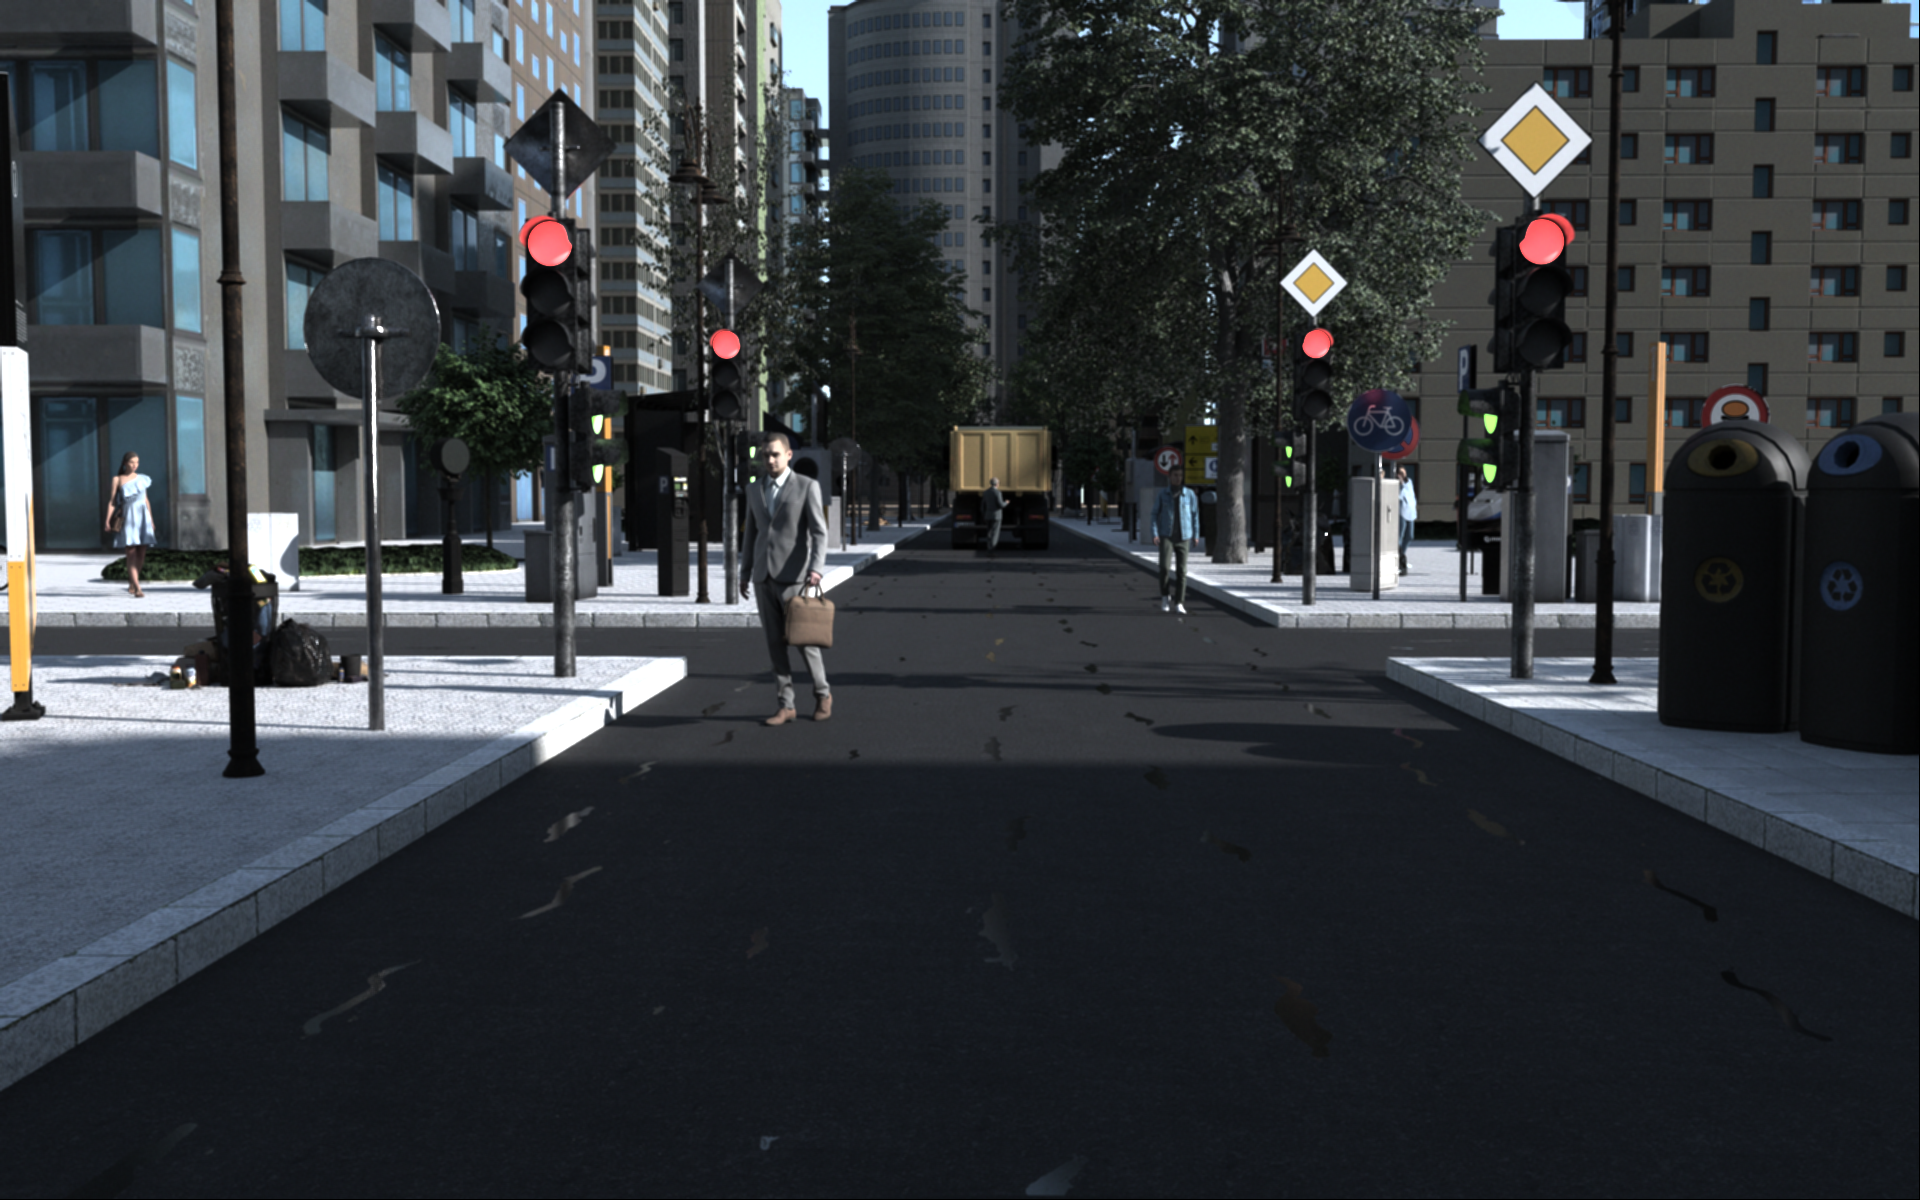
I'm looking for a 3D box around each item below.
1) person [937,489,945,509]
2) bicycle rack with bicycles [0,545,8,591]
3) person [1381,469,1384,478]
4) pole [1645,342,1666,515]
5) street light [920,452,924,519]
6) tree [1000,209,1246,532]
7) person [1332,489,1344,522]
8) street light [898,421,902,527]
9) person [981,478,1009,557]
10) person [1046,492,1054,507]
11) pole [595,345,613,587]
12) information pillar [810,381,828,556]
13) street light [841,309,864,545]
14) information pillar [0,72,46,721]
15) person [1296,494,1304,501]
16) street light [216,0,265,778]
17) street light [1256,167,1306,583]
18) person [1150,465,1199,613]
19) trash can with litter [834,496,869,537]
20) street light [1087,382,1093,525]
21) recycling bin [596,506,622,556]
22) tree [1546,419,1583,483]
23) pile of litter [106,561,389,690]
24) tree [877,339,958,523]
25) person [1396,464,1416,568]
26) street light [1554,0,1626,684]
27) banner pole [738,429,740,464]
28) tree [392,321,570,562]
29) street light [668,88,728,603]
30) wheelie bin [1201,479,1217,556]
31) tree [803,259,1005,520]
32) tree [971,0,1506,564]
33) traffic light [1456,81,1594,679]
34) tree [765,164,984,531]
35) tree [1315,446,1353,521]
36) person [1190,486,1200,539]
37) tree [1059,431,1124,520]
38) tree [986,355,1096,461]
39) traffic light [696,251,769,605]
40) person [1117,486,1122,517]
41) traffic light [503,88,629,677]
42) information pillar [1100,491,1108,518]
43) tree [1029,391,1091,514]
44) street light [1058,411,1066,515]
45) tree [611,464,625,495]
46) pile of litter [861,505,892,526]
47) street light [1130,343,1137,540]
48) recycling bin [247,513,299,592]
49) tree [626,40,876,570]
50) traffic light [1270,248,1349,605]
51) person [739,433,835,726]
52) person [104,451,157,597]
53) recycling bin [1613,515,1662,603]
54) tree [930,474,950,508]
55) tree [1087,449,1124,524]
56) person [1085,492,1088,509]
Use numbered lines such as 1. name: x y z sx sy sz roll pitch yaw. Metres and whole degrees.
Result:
1. person: -1.666 -8.642 148.050 0.721 1.736 1.217 3 4 37
2. bicycle rack with bicycles: -14.249 -0.557 22.486 2.925 0.926 2.852 2 4 27
3. person: 8.481 -1.780 35.267 0.853 1.813 0.709 -2 4 -24
4. pole: 9.379 -1.806 23.379 0.158 3.312 0.155 0 3 0
5. street light: -1.994 -7.210 90.673 0.468 5.910 1.993 0 4 1
6. tree: 5.887 -8.182 59.526 9.928 11.665 9.643 0 3 0
7. person: 16.176 -4.125 74.056 0.524 1.755 0.480 1 4 21
8. street light: -2.321 -5.763 67.008 0.468 5.910 1.993 0 4 1
9. person: 0.813 -1.871 39.269 0.661 1.801 0.590 3 5 45
10. person: 6.783 -7.350 129.449 0.697 1.427 0.421 2 4 27
11. pole: -4.918 -1.839 23.915 0.158 3.312 0.155 0 3 0
12. information pillar: -2.891 -2.715 35.738 0.183 3.616 0.504 -2 4 -35
13. street light: -2.678 -4.316 43.352 0.468 5.910 1.993 0 4 1
14. information pillar: -5.411 -1.136 9.923 0.183 3.616 0.504 -1 4 -21
15. person: 9.944 -2.675 50.327 0.519 1.759 0.362 -2 4 -28
16. street light: -3.272 -2.137 7.734 0.468 5.910 1.993 0 4 1
17. street light: 4.595 -3.191 24.956 0.468 5.910 1.993 0 4 1
18. person: 2.585 -0.734 20.848 0.601 1.785 0.444 0 4 2
19. trash can with litter: -3.960 -2.541 52.604 2.233 1.210 1.678 3 5 42
20. street light: 5.351 -6.048 71.673 0.468 5.910 1.993 0 4 1
21. recycling bin: -7.475 -1.427 35.886 0.722 1.027 0.722 -2 4 -33
22. tree: 15.307 -3.067 44.750 1.663 3.219 1.824 0 3 0
23. pile of litter: -4.858 0.129 11.858 1.719 0.858 1.176 1 4 9
24. tree: -2.194 -7.651 75.459 4.737 8.622 4.395 0 3 0
25. person: 7.650 -1.447 29.967 0.793 1.790 0.793 1 4 17
26. street light: 4.372 -2.374 11.600 0.468 5.910 1.993 0 4 1
27. banner pole: -6.842 -3.884 53.518 0.401 3.779 0.863 0 4 -4
28. tree: -9.041 -3.020 33.084 4.285 4.588 4.351 0 3 0
29. street light: -3.040 -2.905 20.291 0.468 5.910 1.993 0 4 1
30. wheelie bin: 5.358 -1.703 35.750 0.693 1.594 0.980 2 4 24
31. tree: -2.650 -10.216 84.046 9.611 12.733 9.660 0 3 0
32. tree: 5.117 -7.648 31.692 9.857 13.997 8.962 0 3 0
33. traffic light: 3.902 -1.410 11.971 0.839 4.253 0.868 0 4 1
34. tree: -3.072 -8.711 60.558 7.486 12.596 7.792 0 3 0
35. tree: 14.966 -4.594 69.710 1.663 3.219 1.824 0 3 0
36. person: 6.647 -2.500 49.520 0.503 1.515 0.523 3 4 38
37. tree: 6.502 -6.203 85.132 4.285 4.588 4.351 0 3 0
38. tree: 6.895 -14.463 146.843 12.009 13.543 11.850 0 3 0
39. traffic light: -2.636 -1.903 20.041 0.839 4.253 0.868 0 4 1
40. person: 9.084 -5.615 97.945 0.705 1.812 1.348 0 4 -3
41. traffic light: -2.759 -1.415 12.057 0.839 4.253 0.868 0 4 1
42. information pillar: 7.727 -6.218 93.026 0.183 3.616 0.504 -3 5 -43
43. tree: 6.338 -9.985 113.618 4.737 8.622 4.395 0 3 0
44. street light: 5.611 -7.459 94.735 0.468 5.910 1.993 0 4 1
45. tree: -17.465 -5.590 86.002 1.663 3.219 1.824 0 3 0
46. pile of litter: -3.432 -3.501 71.211 1.176 0.858 1.719 -2 4 -30
47. street light: 4.849 -4.601 48.018 0.468 5.910 1.993 0 4 1
48. recycling bin: -9.169 -0.629 22.838 0.722 1.027 0.722 -2 4 -33
49. tree: -3.784 -4.828 29.304 4.360 8.622 3.978 0 3 0
50. traffic light: 4.024 -1.898 19.955 0.839 4.253 0.868 0 4 1
51. person: -1.092 -0.132 10.782 0.709 1.813 0.853 1 4 18
52. person: -10.397 -0.950 21.673 0.616 1.811 0.778 -3 4 -38
53. recycling bin: 8.282 -0.508 20.859 0.722 1.027 0.722 -1 4 -18
54. tree: -1.238 -10.593 156.905 4.285 4.588 4.351 0 3 0
55. tree: 6.401 -4.900 74.724 1.663 3.219 1.824 0 3 0
56. person: 11.319 -8.972 153.176 0.683 1.767 0.568 -3 5 -40
